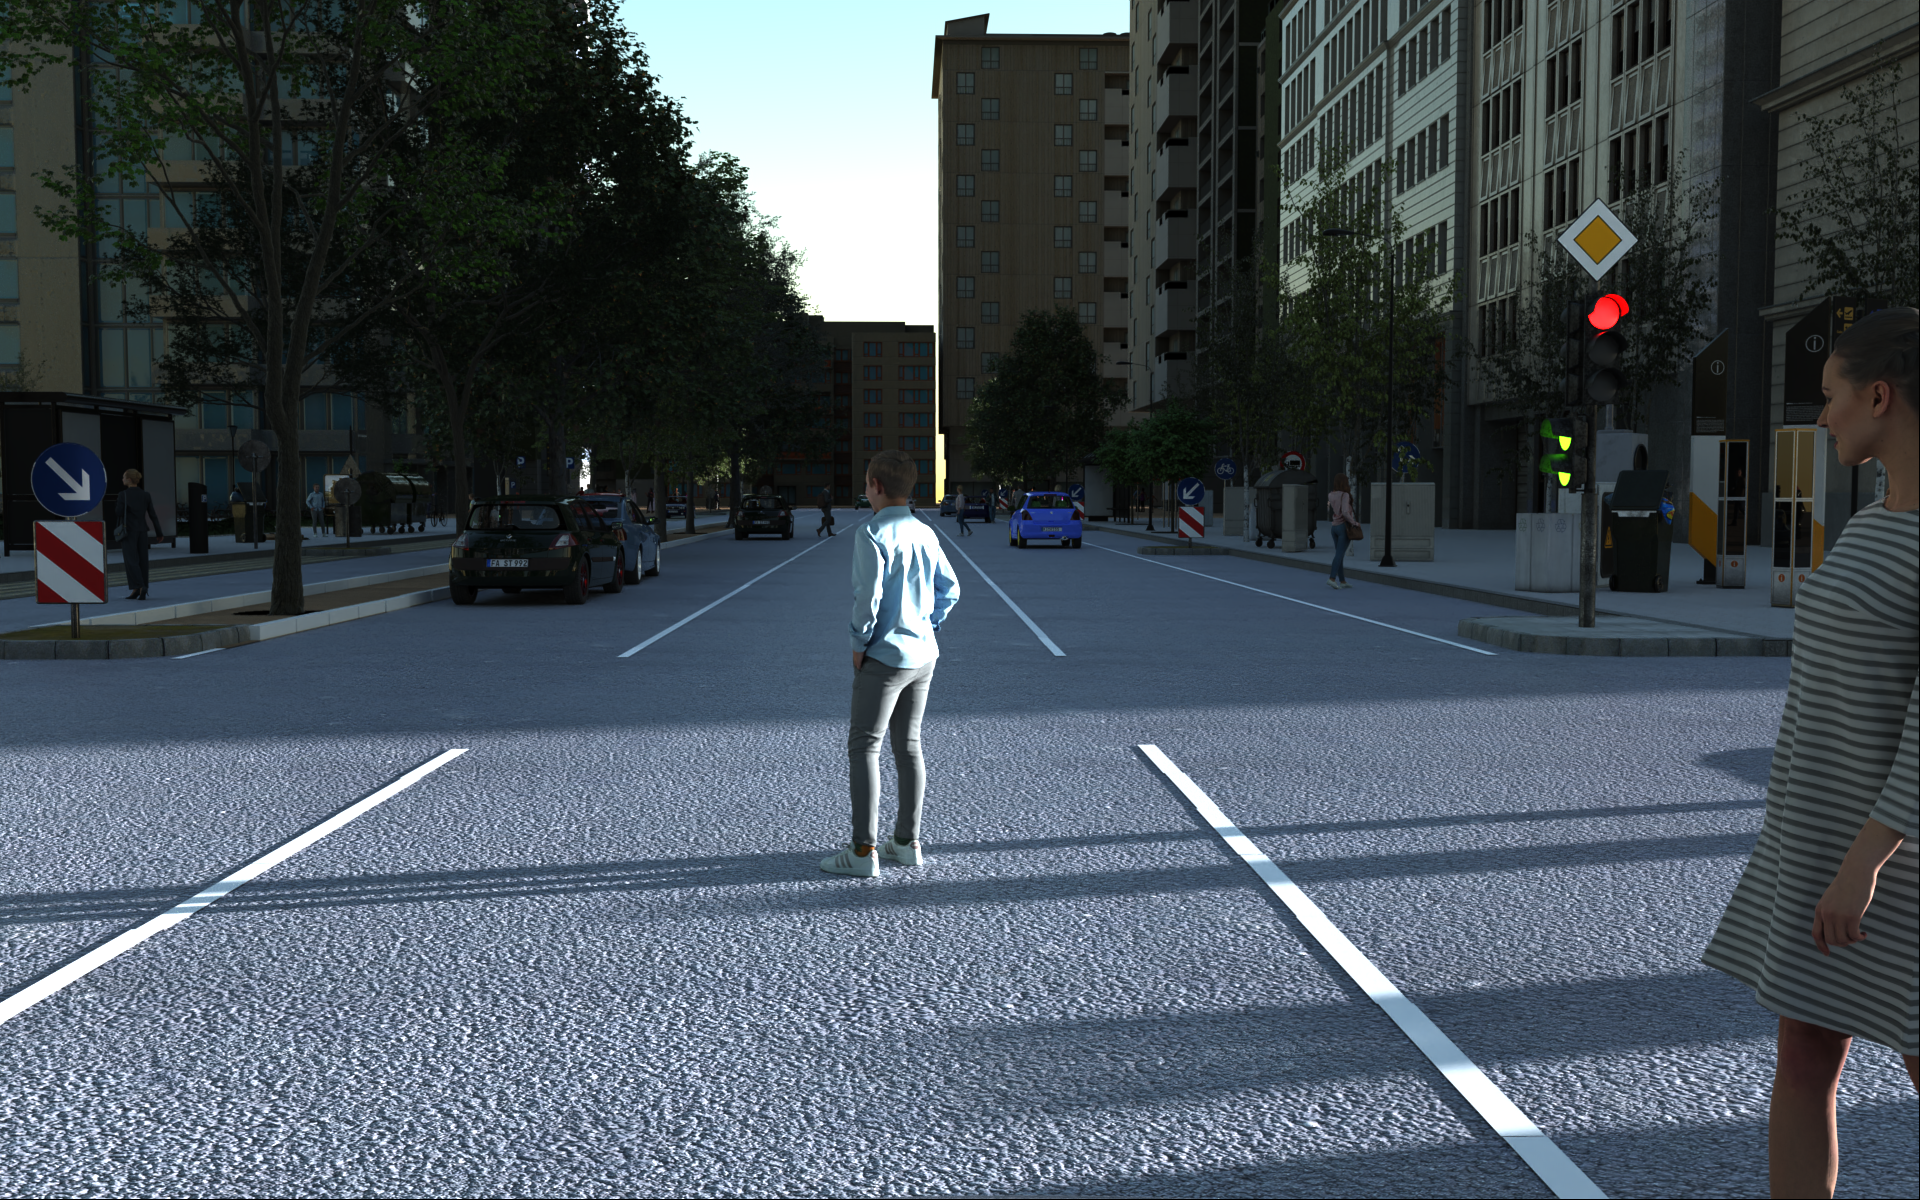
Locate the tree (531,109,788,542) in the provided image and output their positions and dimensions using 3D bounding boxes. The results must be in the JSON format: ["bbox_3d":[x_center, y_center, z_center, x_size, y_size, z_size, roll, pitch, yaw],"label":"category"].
[{"bbox_3d":[-9.045,-8.012,51.579,7.486,12.596,7.792,0,3,0],"label":"tree"}]

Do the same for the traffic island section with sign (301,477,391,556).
[{"bbox_3d":[-14.514,-1.961,40.689,1.989,1.847,2.006,0,4,-2],"label":"traffic island section with sign"}]

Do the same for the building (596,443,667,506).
[{"bbox_3d":[-39.125,-25.670,191.400,14.107,30.474,14.160,0,4,-2],"label":"building"}]

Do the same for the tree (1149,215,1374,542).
[{"bbox_3d":[7.805,-5.841,45.865,4.360,8.622,3.978,0,3,0],"label":"tree"}]

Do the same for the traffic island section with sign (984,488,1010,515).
[{"bbox_3d":[2.836,-6.777,119.437,1.989,1.847,2.006,0,4,-2],"label":"traffic island section with sign"}]

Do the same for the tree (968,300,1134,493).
[{"bbox_3d":[5.503,-11.365,102.818,9.611,12.733,9.660,0,3,0],"label":"tree"}]

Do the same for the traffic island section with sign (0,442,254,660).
[{"bbox_3d":[-7.880,-0.477,15.938,2.006,1.907,1.989,0,4,-2],"label":"traffic island section with sign"}]

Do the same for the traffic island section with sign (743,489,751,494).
[{"bbox_3d":[-17.789,-8.330,144.828,1.989,1.847,2.006,0,4,-2],"label":"traffic island section with sign"}]

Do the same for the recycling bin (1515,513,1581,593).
[{"bbox_3d":[7.831,-0.629,22.834,0.722,1.027,0.722,-1,4,-19],"label":"recycling bin"}]

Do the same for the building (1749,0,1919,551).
[{"bbox_3d":[30.819,-15.152,35.128,23.554,28.519,14.401,0,4,-2],"label":"building"}]

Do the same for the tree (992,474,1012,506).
[{"bbox_3d":[4.291,-12.245,150.575,4.360,8.622,3.978,0,3,0],"label":"tree"}]

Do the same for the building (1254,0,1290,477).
[{"bbox_3d":[24.431,-20.211,102.153,14.160,30.474,14.107,0,4,-2],"label":"building"}]

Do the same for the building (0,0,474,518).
[{"bbox_3d":[-42.484,-29.675,104.796,23.786,49.044,30.456,0,4,-2],"label":"building"}]

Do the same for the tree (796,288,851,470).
[{"bbox_3d":[-9.437,-9.361,72.521,9.611,12.733,9.660,0,3,0],"label":"tree"}]

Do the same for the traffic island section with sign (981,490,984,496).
[{"bbox_3d":[1.980,-8.457,146.901,1.989,1.847,2.006,0,4,-2],"label":"traffic island section with sign"}]

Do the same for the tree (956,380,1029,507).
[{"bbox_3d":[3.385,-15.328,168.739,7.486,12.596,7.792,0,3,0],"label":"tree"}]

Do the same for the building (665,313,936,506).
[{"bbox_3d":[-17.459,-21.635,198.766,28.899,21.520,27.650,0,4,-2],"label":"building"}]

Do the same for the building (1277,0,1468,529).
[{"bbox_3d":[22.818,-18.340,77.344,11.434,29.767,29.804,0,4,-2],"label":"building"}]

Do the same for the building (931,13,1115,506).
[{"bbox_3d":[10.687,-37.346,199.842,27.495,52.752,28.713,0,4,-2],"label":"building"}]

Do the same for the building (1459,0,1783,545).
[{"bbox_3d":[24.512,-14.354,52.714,12.078,24.808,19.932,0,4,-2],"label":"building"}]

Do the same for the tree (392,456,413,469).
[{"bbox_3d":[-26.971,-5.432,83.422,1.663,3.219,1.824,0,3,0],"label":"tree"}]

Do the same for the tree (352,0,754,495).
[{"bbox_3d":[-8.780,-7.225,37.593,9.611,12.733,9.660,0,3,0],"label":"tree"}]

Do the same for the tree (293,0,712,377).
[{"bbox_3d":[-8.256,-5.634,28.980,8.767,10.594,7.601,0,4,-2],"label":"tree"}]

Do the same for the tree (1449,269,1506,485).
[{"bbox_3d":[15.899,-5.901,46.847,4.360,8.622,3.978,0,3,0],"label":"tree"}]

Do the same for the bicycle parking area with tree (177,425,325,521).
[{"bbox_3d":[-30.454,-5.390,75.129,9.016,4.147,8.231,1,4,16],"label":"bicycle parking area with tree"}]

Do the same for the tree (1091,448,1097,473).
[{"bbox_3d":[7.216,-5.449,72.798,4.285,4.588,4.351,0,3,0],"label":"tree"}]

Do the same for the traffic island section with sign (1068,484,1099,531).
[{"bbox_3d":[4.437,-3.676,68.737,1.989,1.847,2.006,0,4,-2],"label":"traffic island section with sign"}]

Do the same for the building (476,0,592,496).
[{"bbox_3d":[-45.524,-36.823,144.047,28.212,58.520,21.231,0,4,-2],"label":"building"}]

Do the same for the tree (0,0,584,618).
[{"bbox_3d":[-7.852,-5.616,20.037,9.928,11.665,9.643,0,3,0],"label":"tree"}]

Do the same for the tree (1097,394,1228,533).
[{"bbox_3d":[7.098,-4.481,56.974,4.285,4.588,4.351,0,3,0],"label":"tree"}]

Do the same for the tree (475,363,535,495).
[{"bbox_3d":[-18.905,-7.357,70.657,4.360,8.622,3.978,0,3,0],"label":"tree"}]

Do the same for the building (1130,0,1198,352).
[{"bbox_3d":[28.944,-33.880,143.177,28.713,52.752,27.495,0,4,-2],"label":"building"}]

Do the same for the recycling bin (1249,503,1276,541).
[{"bbox_3d":[8.347,-2.171,48.051,0.722,1.027,0.722,0,4,-5],"label":"recycling bin"}]

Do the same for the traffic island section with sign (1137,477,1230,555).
[{"bbox_3d":[5.302,-2.011,41.515,1.989,1.847,2.006,0,4,-2],"label":"traffic island section with sign"}]

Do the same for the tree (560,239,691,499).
[{"bbox_3d":[-8.647,-5.644,45.104,4.737,8.622,4.395,0,3,0],"label":"tree"}]

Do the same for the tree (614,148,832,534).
[{"bbox_3d":[-9.606,-9.085,61.367,12.009,13.543,11.850,0,3,0],"label":"tree"}]

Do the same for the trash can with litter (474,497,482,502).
[{"bbox_3d":[-20.827,-3.937,75.757,0.624,1.170,1.055,3,4,36],"label":"trash can with litter"}]

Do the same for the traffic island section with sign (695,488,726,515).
[{"bbox_3d":[-16.946,-6.678,117.807,1.989,1.847,2.006,0,4,-2],"label":"traffic island section with sign"}]

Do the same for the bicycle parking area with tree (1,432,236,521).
[{"bbox_3d":[-40.974,-5.861,82.829,9.016,4.147,8.231,1,4,16],"label":"bicycle parking area with tree"}]

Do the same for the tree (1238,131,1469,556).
[{"bbox_3d":[8.049,-5.195,35.296,4.737,8.622,4.395,0,3,0],"label":"tree"}]

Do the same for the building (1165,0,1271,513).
[{"bbox_3d":[25.961,-41.596,118.338,20.563,71.187,20.611,0,4,-2],"label":"building"}]

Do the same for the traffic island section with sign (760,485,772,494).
[{"bbox_3d":[-10.254,-5.070,91.039,2.006,1.907,1.989,0,4,-2],"label":"traffic island section with sign"}]

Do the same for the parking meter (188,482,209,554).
[{"bbox_3d":[-16.472,-1.776,37.454,0.372,1.533,0.369,0,3,0],"label":"parking meter"}]

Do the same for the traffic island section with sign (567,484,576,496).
[{"bbox_3d":[-15.359,-3.609,67.631,1.989,1.847,2.006,0,4,-2],"label":"traffic island section with sign"}]

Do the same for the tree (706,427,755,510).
[{"bbox_3d":[-10.075,-7.760,79.701,4.360,8.622,3.978,0,3,0],"label":"tree"}]

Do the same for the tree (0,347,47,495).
[{"bbox_3d":[-47.789,-8.383,87.426,4.360,8.622,3.978,0,3,0],"label":"tree"}]
